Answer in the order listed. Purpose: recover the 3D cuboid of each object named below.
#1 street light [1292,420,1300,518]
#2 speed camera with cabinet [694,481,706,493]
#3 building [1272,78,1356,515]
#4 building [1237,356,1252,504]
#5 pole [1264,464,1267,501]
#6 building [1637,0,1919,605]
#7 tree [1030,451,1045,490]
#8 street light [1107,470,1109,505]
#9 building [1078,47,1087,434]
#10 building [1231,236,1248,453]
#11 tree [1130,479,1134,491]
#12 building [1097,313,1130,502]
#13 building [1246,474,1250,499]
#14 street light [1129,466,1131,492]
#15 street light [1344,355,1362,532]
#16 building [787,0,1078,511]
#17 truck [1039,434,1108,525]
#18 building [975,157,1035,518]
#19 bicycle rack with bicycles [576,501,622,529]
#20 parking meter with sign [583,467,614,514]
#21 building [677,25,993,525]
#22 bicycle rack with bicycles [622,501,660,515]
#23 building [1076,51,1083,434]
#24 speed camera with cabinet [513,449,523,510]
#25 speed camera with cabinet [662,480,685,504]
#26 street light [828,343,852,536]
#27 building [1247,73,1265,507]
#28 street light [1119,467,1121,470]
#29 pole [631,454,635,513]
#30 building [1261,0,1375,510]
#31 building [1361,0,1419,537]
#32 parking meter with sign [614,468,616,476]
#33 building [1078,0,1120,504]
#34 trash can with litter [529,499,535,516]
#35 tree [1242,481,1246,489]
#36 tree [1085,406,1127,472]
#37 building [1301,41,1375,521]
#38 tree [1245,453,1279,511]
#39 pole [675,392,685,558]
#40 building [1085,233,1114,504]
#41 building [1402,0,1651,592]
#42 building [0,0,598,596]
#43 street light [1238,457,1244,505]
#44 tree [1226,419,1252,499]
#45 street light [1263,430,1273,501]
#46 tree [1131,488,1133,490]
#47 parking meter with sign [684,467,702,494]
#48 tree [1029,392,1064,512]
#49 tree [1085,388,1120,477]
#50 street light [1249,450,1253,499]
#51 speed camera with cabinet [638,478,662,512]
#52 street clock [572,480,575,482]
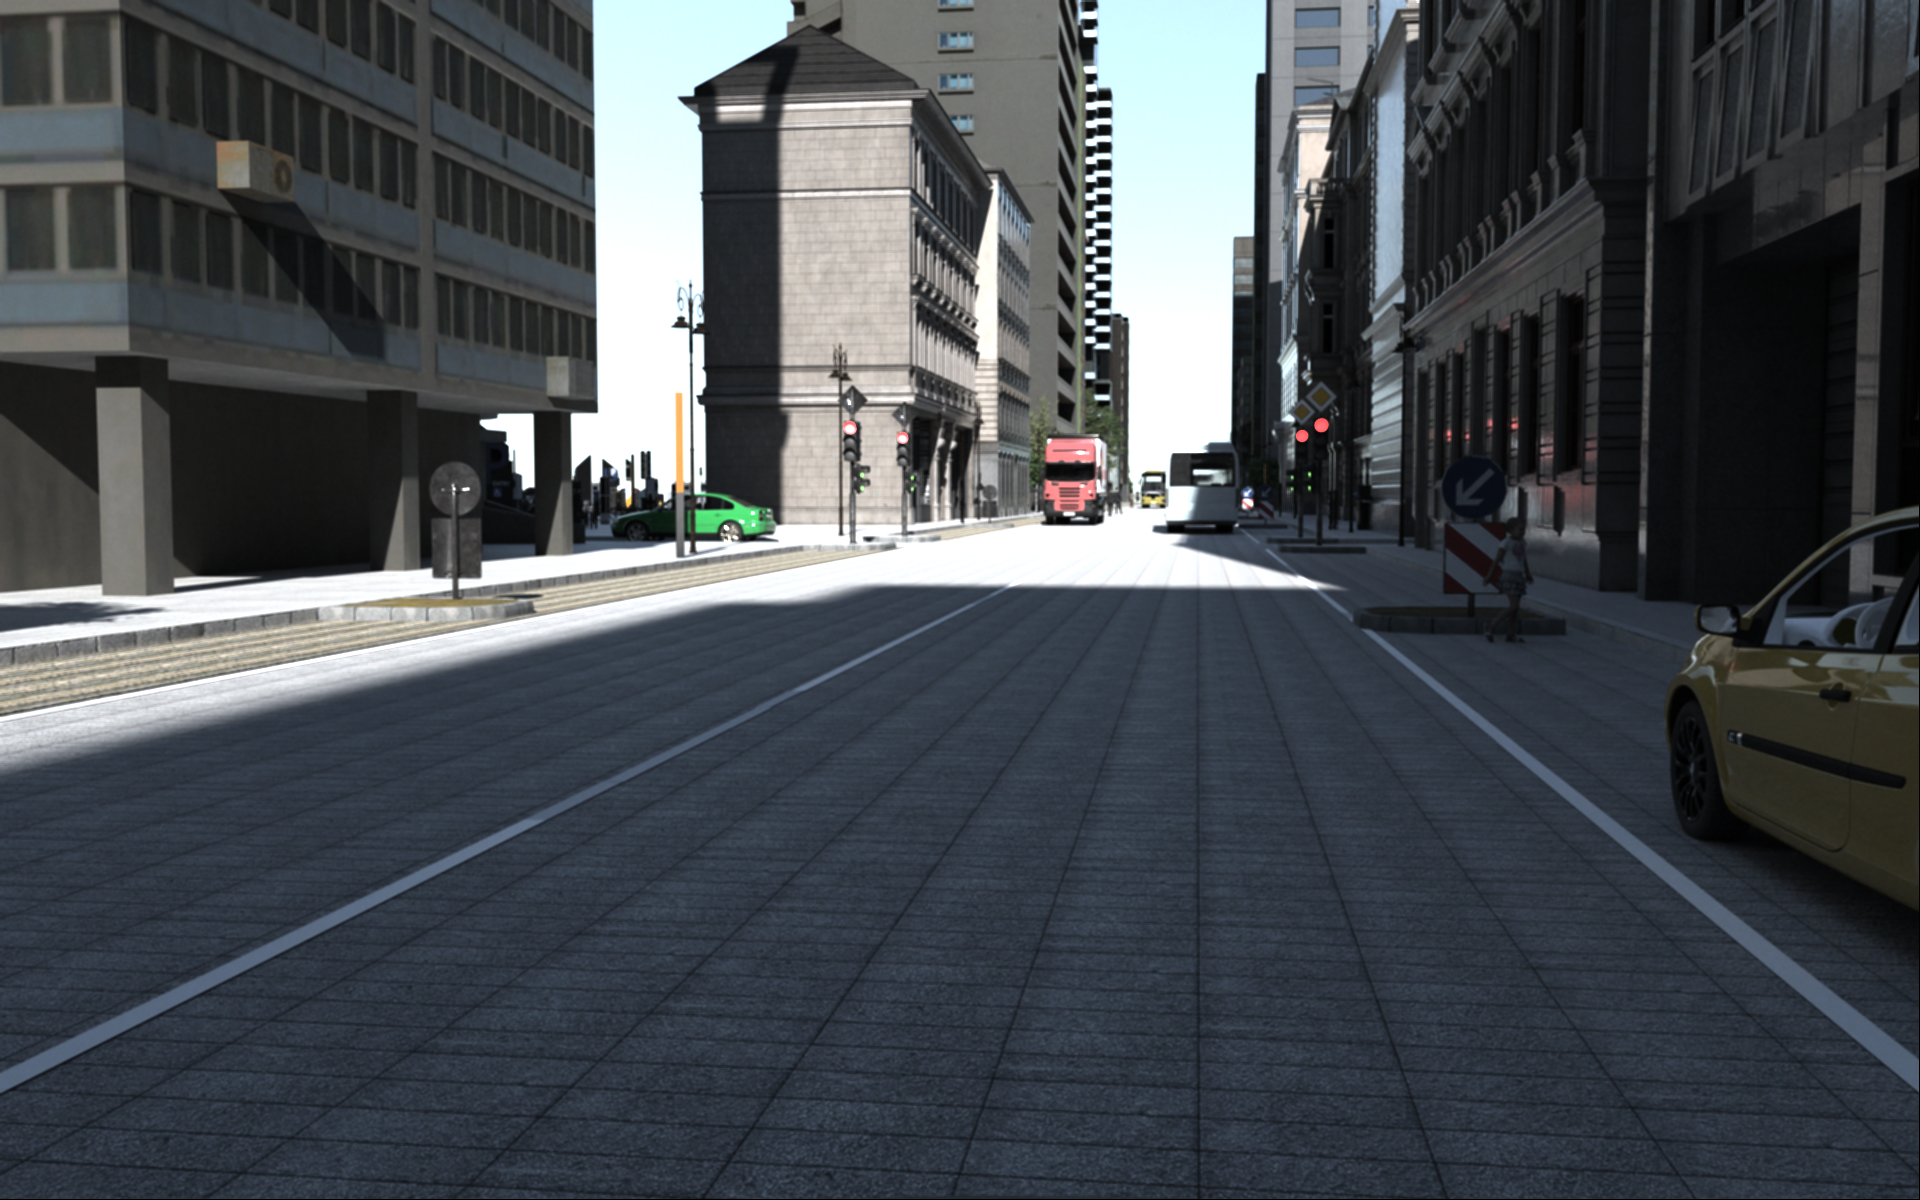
[{"bbox_3d":[17.632,-7.231,91.013,0.468,5.910,1.993,0,4,8],"label":"street light"},{"bbox_3d":[-17.861,-7.637,119.207,2.038,3.252,0.660,3,5,43],"label":"speed camera with cabinet"},{"bbox_3d":[27.980,-20.075,114.136,13.634,28.700,20.117,0,4,8],"label":"building"},{"bbox_3d":[51.033,-23.510,229.428,27.650,21.520,28.899,0,4,8],"label":"building"},{"bbox_3d":[20.553,-7.506,116.563,0.158,3.312,0.155,0,3,0],"label":"pole"},{"bbox_3d":[12.866,-11.726,9.741,12.078,24.808,19.932,0,4,8],"label":"building"},{"bbox_3d":[4.136,-8.012,114.711,4.285,4.588,4.351,0,3,0],"label":"tree"},{"bbox_3d":[18.152,-14.631,212.011,0.468,5.910,1.993,0,4,8],"label":"street light"},{"bbox_3d":[4.982,-31.804,170.108,14.600,45.320,14.200,0,4,8],"label":"building"},{"bbox_3d":[50.174,-36.157,274.768,14.154,41.232,14.086,0,4,8],"label":"building"},{"bbox_3d":[26.745,-18.275,282.505,4.285,4.588,4.351,0,3,0],"label":"tree"},{"bbox_3d":[19.350,-30.656,272.930,14.160,30.474,14.107,0,4,8],"label":"building"},{"bbox_3d":[41.972,-45.834,187.643,20.563,71.187,20.611,0,4,8],"label":"building"},{"bbox_3d":[27.292,-18.710,278.691,0.468,5.910,1.993,0,4,8],"label":"street light"},{"bbox_3d":[13.103,-5.202,57.848,0.468,5.910,1.993,0,4,8],"label":"street light"},{"bbox_3d":[-1.971,-31.501,138.736,21.300,48.544,21.600,0,4,8],"label":"building"},{"bbox_3d":[5.589,-5.765,83.177,2.839,4.237,11.283,0,4,7],"label":"truck"},{"bbox_3d":[-1.334,-15.451,101.782,9.793,20.994,18.267,0,4,8],"label":"building"},{"bbox_3d":[-14.560,-3.157,65.000,2.852,0.926,2.925,0,4,4],"label":"bicycle rack with bicycles"},{"bbox_3d":[-23.652,-7.130,112.835,1.738,3.016,0.543,0,4,2],"label":"parking meter with sign"},{"bbox_3d":[-6.204,-13.575,72.861,10.553,20.767,40.483,0,4,8],"label":"building"},{"bbox_3d":[-16.280,-4.342,84.380,2.925,0.926,2.852,0,4,-8],"label":"bicycle rack with bicycles"},{"bbox_3d":[3.513,-28.905,156.185,14.154,41.232,14.086,0,4,8],"label":"building"},{"bbox_3d":[-20.404,-5.029,76.564,2.038,3.252,0.660,1,4,13],"label":"speed camera with cabinet"},{"bbox_3d":[-19.054,-7.295,113.611,2.038,3.252,0.660,2,4,25],"label":"speed camera with cabinet"},{"bbox_3d":[-3.660,-4.913,53.119,0.468,5.910,1.993,0,4,8],"label":"street light"},{"bbox_3d":[35.996,-29.810,170.982,14.154,41.232,14.086,0,4,8],"label":"building"},{"bbox_3d":[22.643,-16.658,245.150,0.468,5.910,1.993,0,4,8],"label":"street light"},{"bbox_3d":[-16.737,-5.796,88.600,0.158,3.312,0.155,0,3,0],"label":"pole"},{"bbox_3d":[36.824,-37.128,149.035,21.231,58.520,28.212,0,4,8],"label":"building"},{"bbox_3d":[22.827,-13.769,54.008,19.941,23.489,11.050,0,4,8],"label":"building"},{"bbox_3d":[-23.883,-7.339,116.247,1.738,3.016,0.543,2,4,33],"label":"parking meter with sign"},{"bbox_3d":[12.205,-57.276,249.129,22.319,86.520,31.000,0,4,8],"label":"building"},{"bbox_3d":[-14.250,-2.926,59.235,0.624,1.170,1.055,1,4,11],"label":"trash can with litter"},{"bbox_3d":[35.844,-13.475,214.909,1.663,3.219,1.824,0,3,0],"label":"tree"},{"bbox_3d":[16.061,-16.982,203.405,9.928,11.665,9.643,0,3,0],"label":"tree"},{"bbox_3d":[24.556,-16.349,86.394,14.460,24.649,34.723,0,4,8],"label":"building"},{"bbox_3d":[23.887,-9.269,135.262,4.285,4.588,4.351,0,3,0],"label":"tree"},{"bbox_3d":[-5.630,-2.503,34.771,0.158,3.312,0.155,0,3,0],"label":"pole"},{"bbox_3d":[3.516,-32.547,224.029,32.217,40.220,23.993,0,4,8],"label":"building"},{"bbox_3d":[14.639,-11.921,31.071,11.583,22.565,21.152,0,4,8],"label":"building"},{"bbox_3d":[-20.055,-20.755,31.228,23.993,40.220,32.217,0,4,8],"label":"building"},{"bbox_3d":[32.580,-13.921,200.390,0.468,5.910,1.993,0,4,8],"label":"street light"},{"bbox_3d":[34.550,-16.808,209.226,7.601,10.594,8.767,1,4,8],"label":"tree"},{"bbox_3d":[22.279,-9.300,124.837,0.468,5.910,1.993,0,4,8],"label":"street light"},{"bbox_3d":[27.876,-17.839,286.272,1.663,3.219,1.824,0,3,0],"label":"tree"},{"bbox_3d":[-17.444,-7.029,111.191,1.738,3.016,0.543,0,4,1],"label":"parking meter with sign"},{"bbox_3d":[5.525,-10.698,125.268,4.737,8.622,4.395,0,3,0],"label":"tree"},{"bbox_3d":[13.087,-16.244,183.714,7.486,12.596,7.792,0,3,0],"label":"tree"},{"bbox_3d":[27.930,-11.842,166.401,0.468,5.910,1.993,0,4,8],"label":"street light"},{"bbox_3d":[-17.301,-6.226,96.131,0.660,3.252,2.038,0,4,7],"label":"speed camera with cabinet"},{"bbox_3d":[-23.949,-6.341,108.242,0.471,2.002,0.358,-1,4,-12],"label":"street clock"}]
